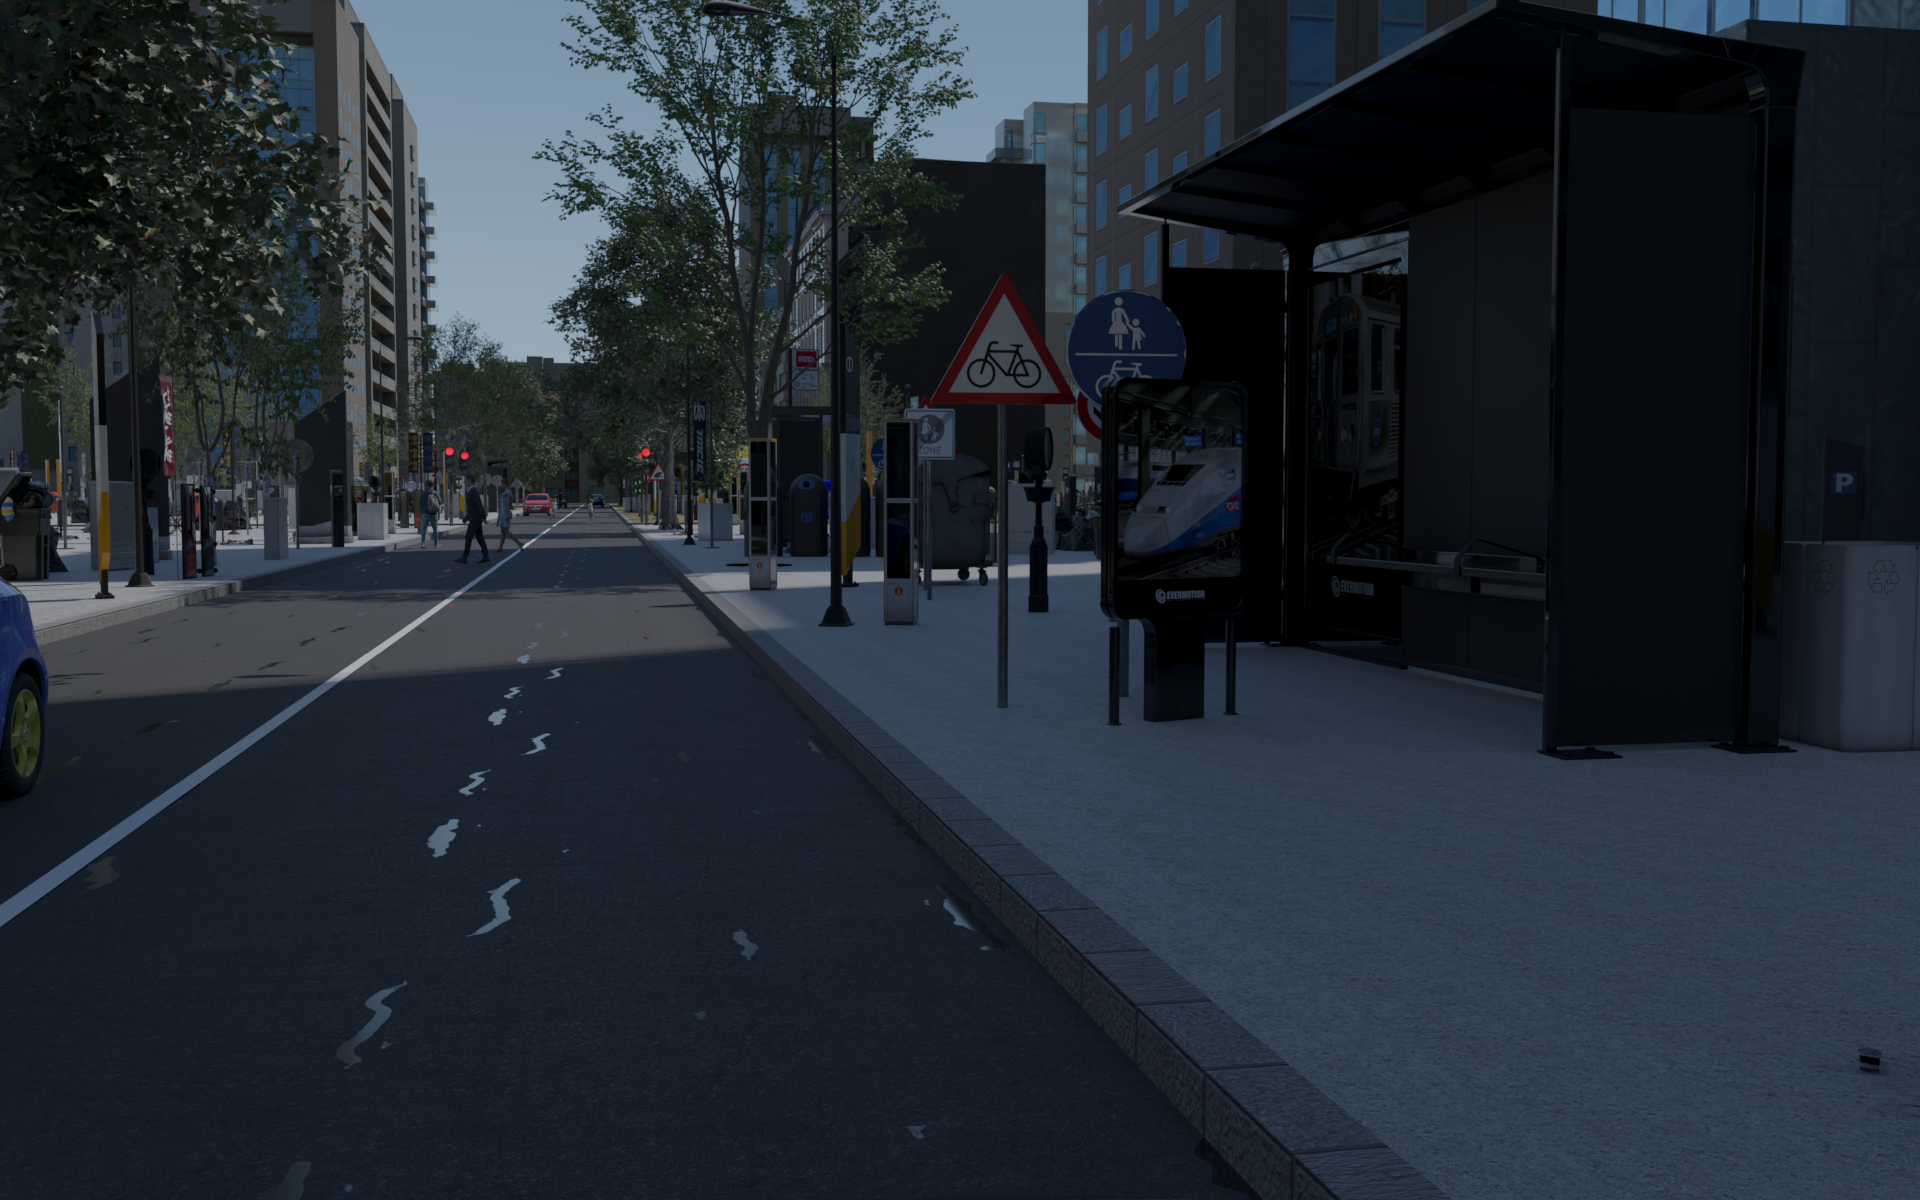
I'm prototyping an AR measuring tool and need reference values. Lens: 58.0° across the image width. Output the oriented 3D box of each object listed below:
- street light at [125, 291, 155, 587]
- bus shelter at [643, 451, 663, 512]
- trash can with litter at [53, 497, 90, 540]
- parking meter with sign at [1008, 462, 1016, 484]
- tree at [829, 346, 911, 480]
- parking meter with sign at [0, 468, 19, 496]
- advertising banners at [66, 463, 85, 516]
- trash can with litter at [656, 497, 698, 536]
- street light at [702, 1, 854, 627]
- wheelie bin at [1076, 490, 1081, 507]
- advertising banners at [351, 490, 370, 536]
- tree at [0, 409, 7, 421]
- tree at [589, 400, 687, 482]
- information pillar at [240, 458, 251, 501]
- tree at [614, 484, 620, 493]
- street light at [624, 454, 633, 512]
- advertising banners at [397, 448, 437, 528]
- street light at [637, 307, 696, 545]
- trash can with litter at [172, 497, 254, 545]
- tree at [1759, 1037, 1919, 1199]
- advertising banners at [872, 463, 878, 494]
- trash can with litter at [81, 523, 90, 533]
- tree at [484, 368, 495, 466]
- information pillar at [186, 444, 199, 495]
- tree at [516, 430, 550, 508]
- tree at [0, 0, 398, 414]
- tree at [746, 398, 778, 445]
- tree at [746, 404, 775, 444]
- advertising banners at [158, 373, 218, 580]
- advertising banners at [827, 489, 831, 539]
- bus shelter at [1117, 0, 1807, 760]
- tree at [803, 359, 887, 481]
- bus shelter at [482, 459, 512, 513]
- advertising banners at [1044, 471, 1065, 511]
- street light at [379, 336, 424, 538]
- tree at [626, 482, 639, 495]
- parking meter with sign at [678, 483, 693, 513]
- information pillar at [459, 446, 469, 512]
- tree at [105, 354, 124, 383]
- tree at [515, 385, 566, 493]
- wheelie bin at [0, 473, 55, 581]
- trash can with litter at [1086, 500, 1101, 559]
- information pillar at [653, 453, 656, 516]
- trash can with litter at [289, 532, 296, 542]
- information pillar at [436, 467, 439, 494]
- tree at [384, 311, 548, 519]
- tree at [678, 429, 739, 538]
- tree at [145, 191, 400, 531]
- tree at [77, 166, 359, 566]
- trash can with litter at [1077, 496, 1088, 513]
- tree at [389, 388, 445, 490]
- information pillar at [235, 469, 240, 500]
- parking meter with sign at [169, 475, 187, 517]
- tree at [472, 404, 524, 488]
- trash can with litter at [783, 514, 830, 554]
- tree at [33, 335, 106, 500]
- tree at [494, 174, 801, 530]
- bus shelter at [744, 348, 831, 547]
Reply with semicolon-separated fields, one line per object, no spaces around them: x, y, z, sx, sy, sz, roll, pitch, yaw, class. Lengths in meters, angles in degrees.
-10.825;-3.142;23.906;1.470;5.913;1.316;-1;4;-12;street light
-21.199;-8.760;120.853;2.179;5.291;8.768;-1;4;-12;bus shelter
-25.468;-2.306;48.762;1.678;1.210;2.233;-1;4;-18;trash can with litter
2.774;-5.992;94.229;0.543;3.016;1.738;1;4;21;parking meter with sign
-4.511;-8.168;83.903;4.360;8.622;3.978;0;3;0;tree
-27.555;-3.285;49.973;1.738;3.016;0.543;-1;4;-16;parking meter with sign
-50.463;-6.275;98.791;2.074;3.025;0.090;2;4;29;advertising banners
-8.359;-2.608;53.701;1.678;1.210;2.233;-2;4;-31;trash can with litter
-1.736;-2.694;16.596;1.470;5.913;1.316;-1;4;-12;street light
8.357;-7.233;126.171;0.980;1.594;0.693;1;4;19;wheelie bin
-18.891;-3.431;52.291;2.074;3.025;0.090;-2;4;-32;advertising banners
-49.617;-8.274;85.644;4.360;8.622;3.978;0;3;0;tree
-25.330;-14.136;137.772;9.857;13.997;8.962;0;3;0;tree
-45.071;-7.228;109.535;0.504;3.616;0.183;-1;4;-9;information pillar
-42.835;-13.761;219.594;1.663;3.219;1.824;0;3;0;tree
-12.938;-6.008;70.772;1.470;5.913;1.316;-1;4;-12;street light
-20.351;-4.209;65.006;2.074;3.025;0.090;2;4;29;advertising banners
-7.345;-4.330;43.345;1.470;5.913;1.316;-1;4;-12;street light
-18.719;-2.021;44.106;2.233;1.210;1.678;1;4;11;trash can with litter
2.367;-4.719;2.906;9.928;11.665;9.643;0;3;0;tree
-4.993;-5.559;87.072;2.074;3.025;0.090;-2;4;-23;advertising banners
-28.617;-2.823;57.542;0.624;1.170;1.055;1;4;21;trash can with litter
-36.789;-13.725;141.414;9.611;12.733;9.660;0;3;0;tree
-34.215;-5.249;77.182;0.183;3.616;0.504;3;5;41;information pillar
-41.155;-12.905;161.366;4.737;8.622;4.395;0;3;0;tree
-9.423;-5.892;13.335;9.611;12.733;9.660;0;3;0;tree
-15.253;-10.952;129.434;4.360;8.622;3.978;0;3;0;tree
-15.523;-11.428;137.209;4.737;8.622;4.395;0;3;0;tree
-11.668;-1.834;26.180;0.090;3.025;2.074;0;4;-4;advertising banners
-3.907;-3.307;50.262;0.090;3.025;2.074;-1;4;-18;advertising banners
2.751;-1.232;11.434;1.731;3.624;6.357;-1;4;-12;bus shelter
-6.183;-8.820;94.572;4.737;8.622;4.395;0;3;0;tree
-31.786;-7.817;119.091;1.731;3.624;6.357;-1;4;-12;bus shelter
3.454;-4.150;64.048;0.090;3.025;2.074;2;4;34;advertising banners
-16.448;-4.796;50.961;1.470;5.913;1.316;-1;4;-12;street light
-26.864;-9.164;144.430;1.663;3.219;1.824;0;3;0;tree
-18.136;-7.302;115.651;1.738;3.016;0.543;0;4;-8;parking meter with sign
-23.281;-5.510;81.446;0.504;3.616;0.183;1;4;10;information pillar
-28.988;-7.037;65.421;4.737;8.622;4.395;0;3;0;tree
-42.031;-15.398;169.880;7.486;12.596;7.792;0;3;0;tree
-13.937;-1.097;25.848;0.693;1.594;0.980;-1;4;-13;wheelie bin
2.967;-1.392;34.141;0.624;1.170;1.055;2;4;29;trash can with litter
-17.526;-6.625;99.669;0.183;3.616;0.504;0;4;7;information pillar
-17.373;-2.132;46.250;1.055;1.170;0.624;0;4;-5;trash can with litter
-40.661;-8.753;134.473;0.504;3.616;0.183;-1;4;-21;information pillar
-25.112;-9.364;87.509;8.767;10.594;7.601;0;4;4;tree
-7.221;-3.419;50.509;1.663;3.219;1.824;0;3;0;tree
-14.878;-5.336;37.609;4.737;8.622;4.395;0;3;0;tree
-13.416;-4.910;30.635;4.360;8.622;3.978;0;3;0;tree
7.750;-6.097;110.750;1.678;1.210;2.233;2;4;30;trash can with litter
-36.109;-10.100;115.492;4.360;8.622;3.978;0;3;0;tree
-58.987;-9.188;141.580;0.504;3.616;0.183;1;4;16;information pillar
-44.499;-6.283;98.980;1.738;3.016;0.543;1;4;21;parking meter with sign
-34.459;-10.963;129.600;4.360;8.622;3.978;0;3;0;tree
-3.401;-1.645;37.947;1.678;1.210;2.233;2;4;34;trash can with litter
-40.988;-8.004;81.230;4.737;8.622;4.395;0;3;0;tree
-10.449;-8.859;61.859;9.611;12.733;9.660;0;3;0;tree
-4.444;-4.144;45.391;2.179;5.291;8.768;-1;4;-12;bus shelter
